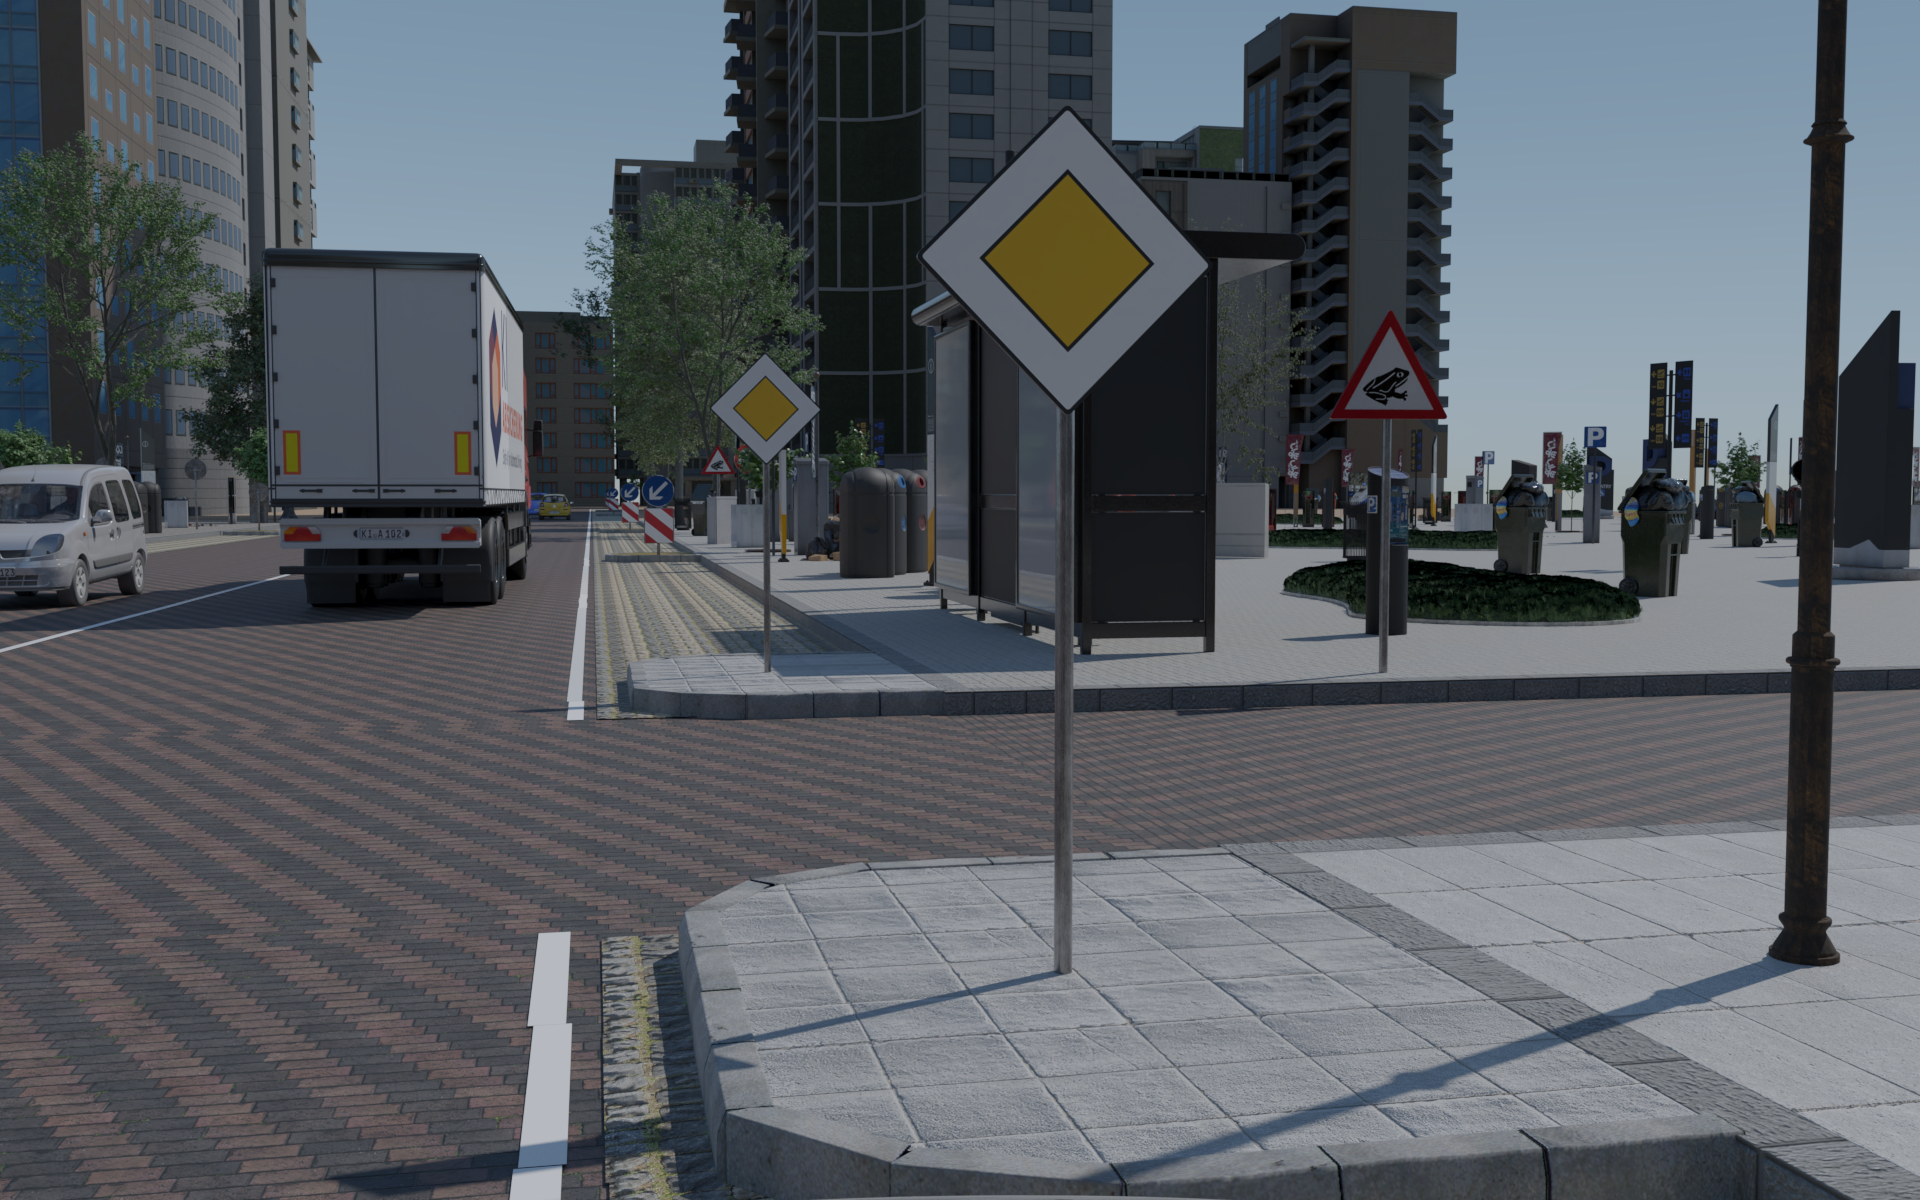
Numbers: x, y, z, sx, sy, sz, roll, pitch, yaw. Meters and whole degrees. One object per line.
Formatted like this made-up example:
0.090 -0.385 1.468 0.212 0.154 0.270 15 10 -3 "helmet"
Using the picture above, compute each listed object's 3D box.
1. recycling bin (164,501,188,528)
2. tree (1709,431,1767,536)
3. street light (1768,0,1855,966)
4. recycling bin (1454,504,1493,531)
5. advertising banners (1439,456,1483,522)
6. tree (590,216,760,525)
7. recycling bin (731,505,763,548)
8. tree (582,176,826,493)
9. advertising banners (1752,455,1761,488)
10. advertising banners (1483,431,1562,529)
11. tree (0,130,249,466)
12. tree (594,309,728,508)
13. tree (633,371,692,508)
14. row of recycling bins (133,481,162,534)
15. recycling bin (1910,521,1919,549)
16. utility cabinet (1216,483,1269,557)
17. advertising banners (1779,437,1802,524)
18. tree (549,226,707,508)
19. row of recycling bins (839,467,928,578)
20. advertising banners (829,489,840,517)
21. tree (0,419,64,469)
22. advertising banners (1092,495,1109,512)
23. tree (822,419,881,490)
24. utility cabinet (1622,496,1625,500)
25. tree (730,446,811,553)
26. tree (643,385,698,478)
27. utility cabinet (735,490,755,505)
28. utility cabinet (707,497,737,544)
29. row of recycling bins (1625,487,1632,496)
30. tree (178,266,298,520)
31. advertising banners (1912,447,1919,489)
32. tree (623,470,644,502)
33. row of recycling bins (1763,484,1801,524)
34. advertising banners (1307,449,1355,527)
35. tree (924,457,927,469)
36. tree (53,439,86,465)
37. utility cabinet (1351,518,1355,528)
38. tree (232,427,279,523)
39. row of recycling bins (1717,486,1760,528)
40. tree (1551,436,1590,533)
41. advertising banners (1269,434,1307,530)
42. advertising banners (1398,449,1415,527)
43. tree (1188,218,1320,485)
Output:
-29.734 -3.250 65.695 0.722 1.027 0.722 -2 4 -34 "recycling bin"
23.910 -3.594 53.361 1.663 3.219 1.824 0 3 0 "tree"
2.336 -1.947 4.615 0.468 5.910 1.993 -1 4 -12 "street light"
13.379 -1.994 45.154 0.722 1.027 0.722 -1 4 -18 "recycling bin"
23.175 -5.117 79.852 2.074 3.025 0.090 1 4 9 "advertising banners"
-11.287 -9.332 70.703 7.486 12.596 7.792 0 3 0 "tree"
-5.087 -1.780 41.655 0.722 1.027 0.722 -1 4 -20 "recycling bin"
-8.382 -8.099 58.179 9.928 11.665 9.643 0 3 0 "tree"
36.234 -4.958 77.254 2.074 3.025 0.090 3 5 39 "advertising banners"
15.943 -3.231 49.017 2.074 3.025 0.090 2 4 32 "advertising banners"
-25.281 -7.662 51.036 9.928 11.665 9.643 0 3 0 "tree"
-13.630 -9.001 81.573 7.601 10.594 8.767 -1 4 -13 "tree"
-16.695 -8.954 96.763 4.737 8.622 4.395 0 3 0 "tree"
-26.741 -2.946 55.276 1.069 1.692 3.534 1 4 10 "row of recycling bins"
22.055 -1.718 40.638 0.722 1.027 0.722 1 4 12 "recycling bin"
5.597 -1.599 34.823 1.173 1.500 0.318 2 4 26 "utility cabinet"
25.739 -3.512 53.603 0.090 3.025 2.074 1 4 8 "advertising banners"
-23.460 -16.477 125.288 12.611 20.169 13.585 0 3 0 "tree"
-1.095 -1.274 27.950 1.069 1.692 3.534 1 4 16 "row of recycling bins"
-3.702 -3.466 52.863 0.090 3.025 2.074 3 5 44 "advertising banners"
-41.086 -5.627 75.711 4.285 4.588 4.351 0 3 0 "tree"
1.787 -1.904 27.325 0.090 3.025 2.074 3 5 41 "advertising banners"
-2.897 -3.084 45.022 1.663 3.219 1.824 0 3 0 "tree"
28.633 -3.878 74.559 0.306 1.237 1.020 1 4 20 "utility cabinet"
-4.369 -2.679 38.408 1.663 3.219 1.824 0 3 0 "tree"
-18.426 -9.716 109.218 4.360 8.622 3.978 0 3 0 "tree"
-10.502 -4.676 85.128 1.173 1.500 0.318 2 4 32 "utility cabinet"
-6.124 -2.041 44.539 0.306 1.237 1.020 2 4 23 "utility cabinet"
37.176 -5.385 95.160 1.069 1.692 3.534 2 4 27 "row of recycling bins"
-33.537 -10.329 85.880 9.611 12.733 9.660 0 3 0 "tree"
35.981 -4.179 64.513 2.074 3.025 0.090 -2 4 -32 "advertising banners"
-25.953 -8.727 137.286 1.663 3.219 1.824 0 3 0 "tree"
35.193 -4.088 73.958 3.534 1.692 1.069 2 4 28 "row of recycling bins"
14.199 -4.323 66.868 2.074 3.025 0.090 0 4 4 "advertising banners"
-0.969 -5.081 77.672 1.663 3.219 1.824 0 3 0 "tree"
-31.517 -4.075 61.231 1.663 3.219 1.824 0 3 0 "tree"
13.013 -2.721 55.647 0.306 1.237 1.020 -3 4 -38 "utility cabinet"
-30.571 -5.724 77.299 4.285 4.588 4.351 0 3 0 "tree"
29.920 -3.646 66.724 1.069 1.692 3.534 1 4 16 "row of recycling bins"
20.656 -3.882 58.075 1.663 3.219 1.824 0 3 0 "tree"
8.999 -3.333 50.678 2.074 3.025 0.090 1 4 15 "advertising banners"
16.995 -4.269 65.988 0.090 3.025 2.074 0 4 -3 "advertising banners"
7.096 -5.862 46.211 4.360 8.622 3.978 0 3 0 "tree"
